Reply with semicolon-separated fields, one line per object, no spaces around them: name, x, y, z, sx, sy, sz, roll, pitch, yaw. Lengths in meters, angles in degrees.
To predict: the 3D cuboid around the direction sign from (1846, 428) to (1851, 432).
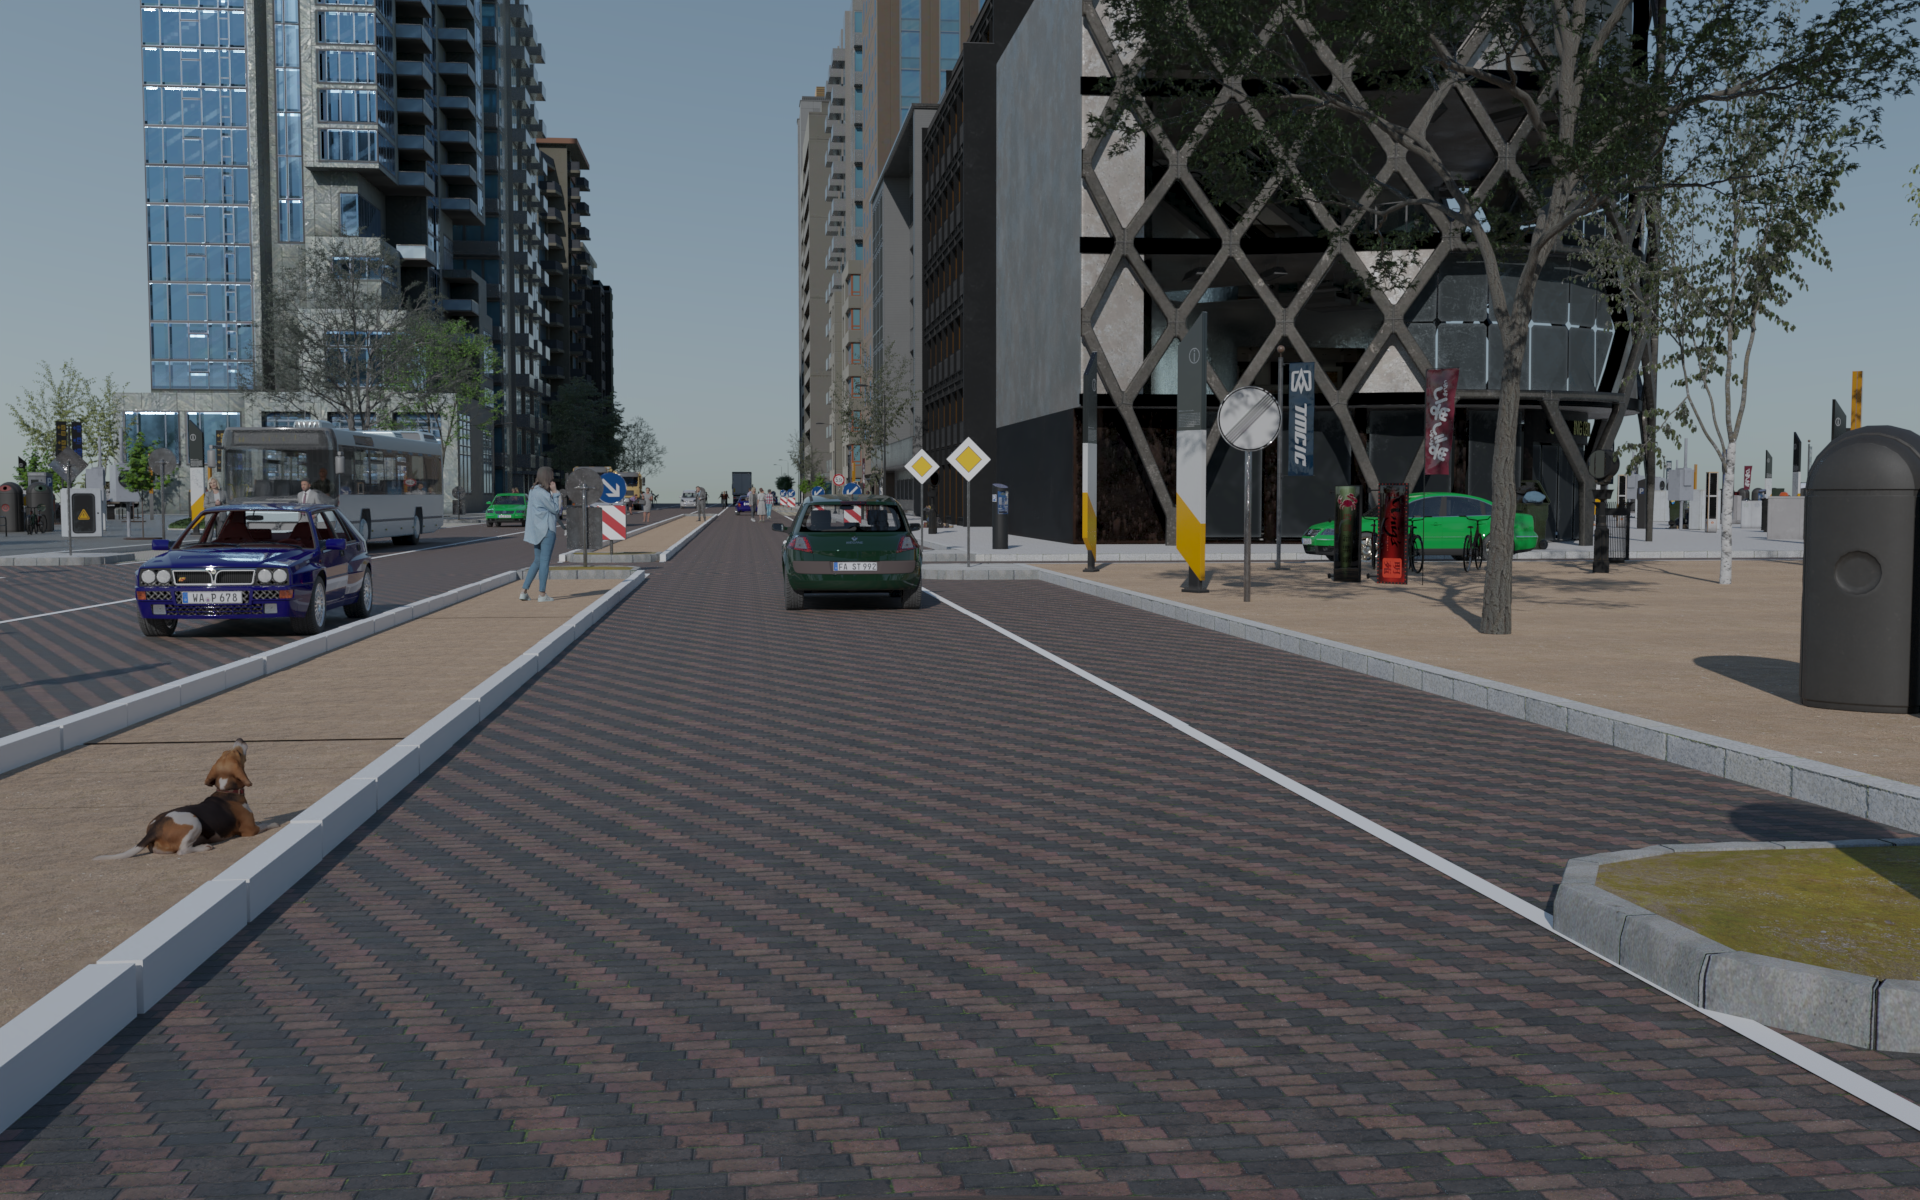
direction sign;30.684;-4.119;59.348;0.876;3.537;0.379;-1;4;-10

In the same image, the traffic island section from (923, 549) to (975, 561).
traffic island section;-0.820;-0.982;38.337;2.009;0.180;2.903;0;4;-7

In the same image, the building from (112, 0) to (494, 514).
building;-45.165;-49.529;122.477;22.319;86.520;31.000;0;4;-7

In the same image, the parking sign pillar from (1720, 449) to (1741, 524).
parking sign pillar;33.017;-5.257;74.425;1.447;3.967;1.447;2;4;27

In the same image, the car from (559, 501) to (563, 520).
car;-23.017;-5.292;96.122;1.945;1.707;3.694;-1;4;-8

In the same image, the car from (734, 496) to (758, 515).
car;-14.323;-6.404;117.280;1.945;1.354;3.894;-1;4;-9

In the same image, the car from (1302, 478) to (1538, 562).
car;9.380;-1.634;35.513;4.718;1.807;1.959;0;4;-7

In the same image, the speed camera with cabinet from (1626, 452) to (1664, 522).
speed camera with cabinet;31.977;-5.266;80.432;0.660;3.252;2.038;-3;4;-38

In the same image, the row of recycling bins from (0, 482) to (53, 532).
row of recycling bins;-32.575;-3.140;58.448;3.534;1.692;1.069;-1;4;-16

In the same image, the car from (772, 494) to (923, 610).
car;-1.475;-0.799;22.844;2.009;1.686;4.222;0;4;-6

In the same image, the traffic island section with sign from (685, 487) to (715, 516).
traffic island section with sign;-16.755;-6.336;111.733;2.006;1.907;1.989;0;4;-7

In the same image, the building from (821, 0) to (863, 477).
building;-1.899;-33.820;172.568;23.786;49.044;30.456;0;4;-7

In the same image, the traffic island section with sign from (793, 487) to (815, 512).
traffic island section with sign;-7.328;-4.840;87.769;1.989;1.847;2.006;0;4;-7

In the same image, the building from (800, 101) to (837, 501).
building;-8.040;-35.940;211.317;21.300;48.544;21.600;0;4;-7

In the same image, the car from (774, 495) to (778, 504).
car;-25.870;-13.949;237.652;1.945;1.707;3.694;0;4;-8

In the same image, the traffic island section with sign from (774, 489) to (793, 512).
traffic island section with sign;-13.450;-7.837;136.766;1.989;1.847;2.006;0;4;-7

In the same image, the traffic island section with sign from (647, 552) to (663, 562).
traffic island section with sign;-7.433;-1.776;37.173;2.006;1.907;1.989;0;4;-7

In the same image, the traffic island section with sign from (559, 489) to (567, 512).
traffic island section with sign;-30.927;-7.726;134.948;1.989;1.847;2.006;0;4;-7

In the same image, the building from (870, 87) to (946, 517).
building;2.996;-17.131;99.161;14.314;24.678;30.058;0;4;-7

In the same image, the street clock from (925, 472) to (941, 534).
street clock;-0.875;-3.181;56.577;0.471;2.002;0.358;-3;5;-41

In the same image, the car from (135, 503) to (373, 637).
car;-7.541;-0.376;18.730;1.945;1.354;3.894;0;4;-8

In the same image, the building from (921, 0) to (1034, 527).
building;5.270;-15.024;75.312;12.332;23.373;15.834;0;4;-7

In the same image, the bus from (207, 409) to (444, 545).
bus;-16.178;-3.087;45.332;2.948;3.499;13.247;0;4;-5

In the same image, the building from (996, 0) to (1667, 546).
building;10.524;-11.135;49.504;16.811;18.784;16.820;0;4;-7

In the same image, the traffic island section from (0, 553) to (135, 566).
traffic island section;-18.575;-0.847;36.133;2.009;0.180;2.903;0;4;-7

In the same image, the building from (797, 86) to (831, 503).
building;-13.537;-43.802;258.162;21.231;58.520;28.212;0;4;-7

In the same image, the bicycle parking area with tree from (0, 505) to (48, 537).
bicycle parking area with tree;-32.422;-3.989;52.230;8.231;4.147;9.016;0;4;-2

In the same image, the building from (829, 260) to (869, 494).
building;3.697;-18.291;144.094;27.650;21.520;28.899;0;4;-7

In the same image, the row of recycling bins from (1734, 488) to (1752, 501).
row of recycling bins;51.346;-6.440;112.411;3.534;1.692;1.069;2;4;35

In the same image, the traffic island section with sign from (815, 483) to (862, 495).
traffic island section with sign;-3.919;-3.171;60.466;1.989;1.847;2.006;0;4;-7

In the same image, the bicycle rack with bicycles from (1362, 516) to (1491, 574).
bicycle rack with bicycles;7.891;-0.953;28.971;2.852;0.926;2.925;1;4;18

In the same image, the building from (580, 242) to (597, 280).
building;-65.114;-33.963;247.172;32.217;40.220;23.993;0;4;-7

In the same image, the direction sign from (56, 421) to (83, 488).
direction sign;-27.778;-3.798;54.088;0.379;3.537;0.876;2;4;26

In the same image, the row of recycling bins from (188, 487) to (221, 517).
row of recycling bins;-41.814;-5.470;96.547;3.534;1.692;1.069;3;4;37

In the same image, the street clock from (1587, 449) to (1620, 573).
street clock;10.435;-1.442;28.142;0.358;2.002;0.471;-2;4;-33

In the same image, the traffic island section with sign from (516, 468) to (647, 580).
traffic island section with sign;-6.524;-1.326;29.821;2.006;1.907;1.989;0;4;-7

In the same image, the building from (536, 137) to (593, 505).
building;-55.948;-33.801;207.276;22.147;44.769;28.867;0;4;-7

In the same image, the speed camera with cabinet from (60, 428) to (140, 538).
speed camera with cabinet;-25.502;-3.488;51.360;2.038;3.252;0.660;-3;5;-44

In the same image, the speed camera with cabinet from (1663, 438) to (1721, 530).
speed camera with cabinet;26.229;-4.128;61.831;2.038;3.252;0.660;-2;4;-25

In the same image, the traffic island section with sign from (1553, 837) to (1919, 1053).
traffic island section with sign;2.983;0.202;5.325;1.989;1.847;2.006;0;4;-7

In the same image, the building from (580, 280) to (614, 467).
building;-53.525;-28.014;229.737;14.160;30.474;14.107;0;4;-7

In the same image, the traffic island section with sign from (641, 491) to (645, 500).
traffic island section with sign;-44.500;-14.372;243.604;1.989;1.847;2.006;0;4;-7

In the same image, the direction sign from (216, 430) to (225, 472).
direction sign;-25.866;-4.245;61.395;0.876;3.537;0.379;-1;4;-13

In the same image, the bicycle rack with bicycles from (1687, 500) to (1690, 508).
bicycle rack with bicycles;48.937;-6.296;116.320;2.852;0.926;2.925;-1;4;-17

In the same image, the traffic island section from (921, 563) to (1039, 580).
traffic island section;0.169;-0.497;30.413;2.009;0.180;2.903;0;4;-7

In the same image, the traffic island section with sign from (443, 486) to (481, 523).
traffic island section with sign;-24.766;-4.704;85.535;1.989;1.847;2.006;0;4;-7

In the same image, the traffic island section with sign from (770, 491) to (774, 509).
traffic island section with sign;-16.889;-9.523;164.332;1.989;1.847;2.006;0;4;-7

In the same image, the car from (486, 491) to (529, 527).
car;-19.847;-4.147;76.604;1.959;1.807;4.718;0;4;-7

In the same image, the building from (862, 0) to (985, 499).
building;0.577;-28.819;121.303;14.600;45.320;14.200;0;4;-7

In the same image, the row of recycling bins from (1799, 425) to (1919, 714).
row of recycling bins;6.148;-0.131;9.249;1.069;1.692;3.534;-2;4;-29

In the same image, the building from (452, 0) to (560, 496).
building;-49.149;-32.758;155.195;23.786;49.044;30.456;0;4;-7

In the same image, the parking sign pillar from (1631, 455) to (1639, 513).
parking sign pillar;46.082;-7.952;118.489;1.447;3.967;1.447;1;4;13
